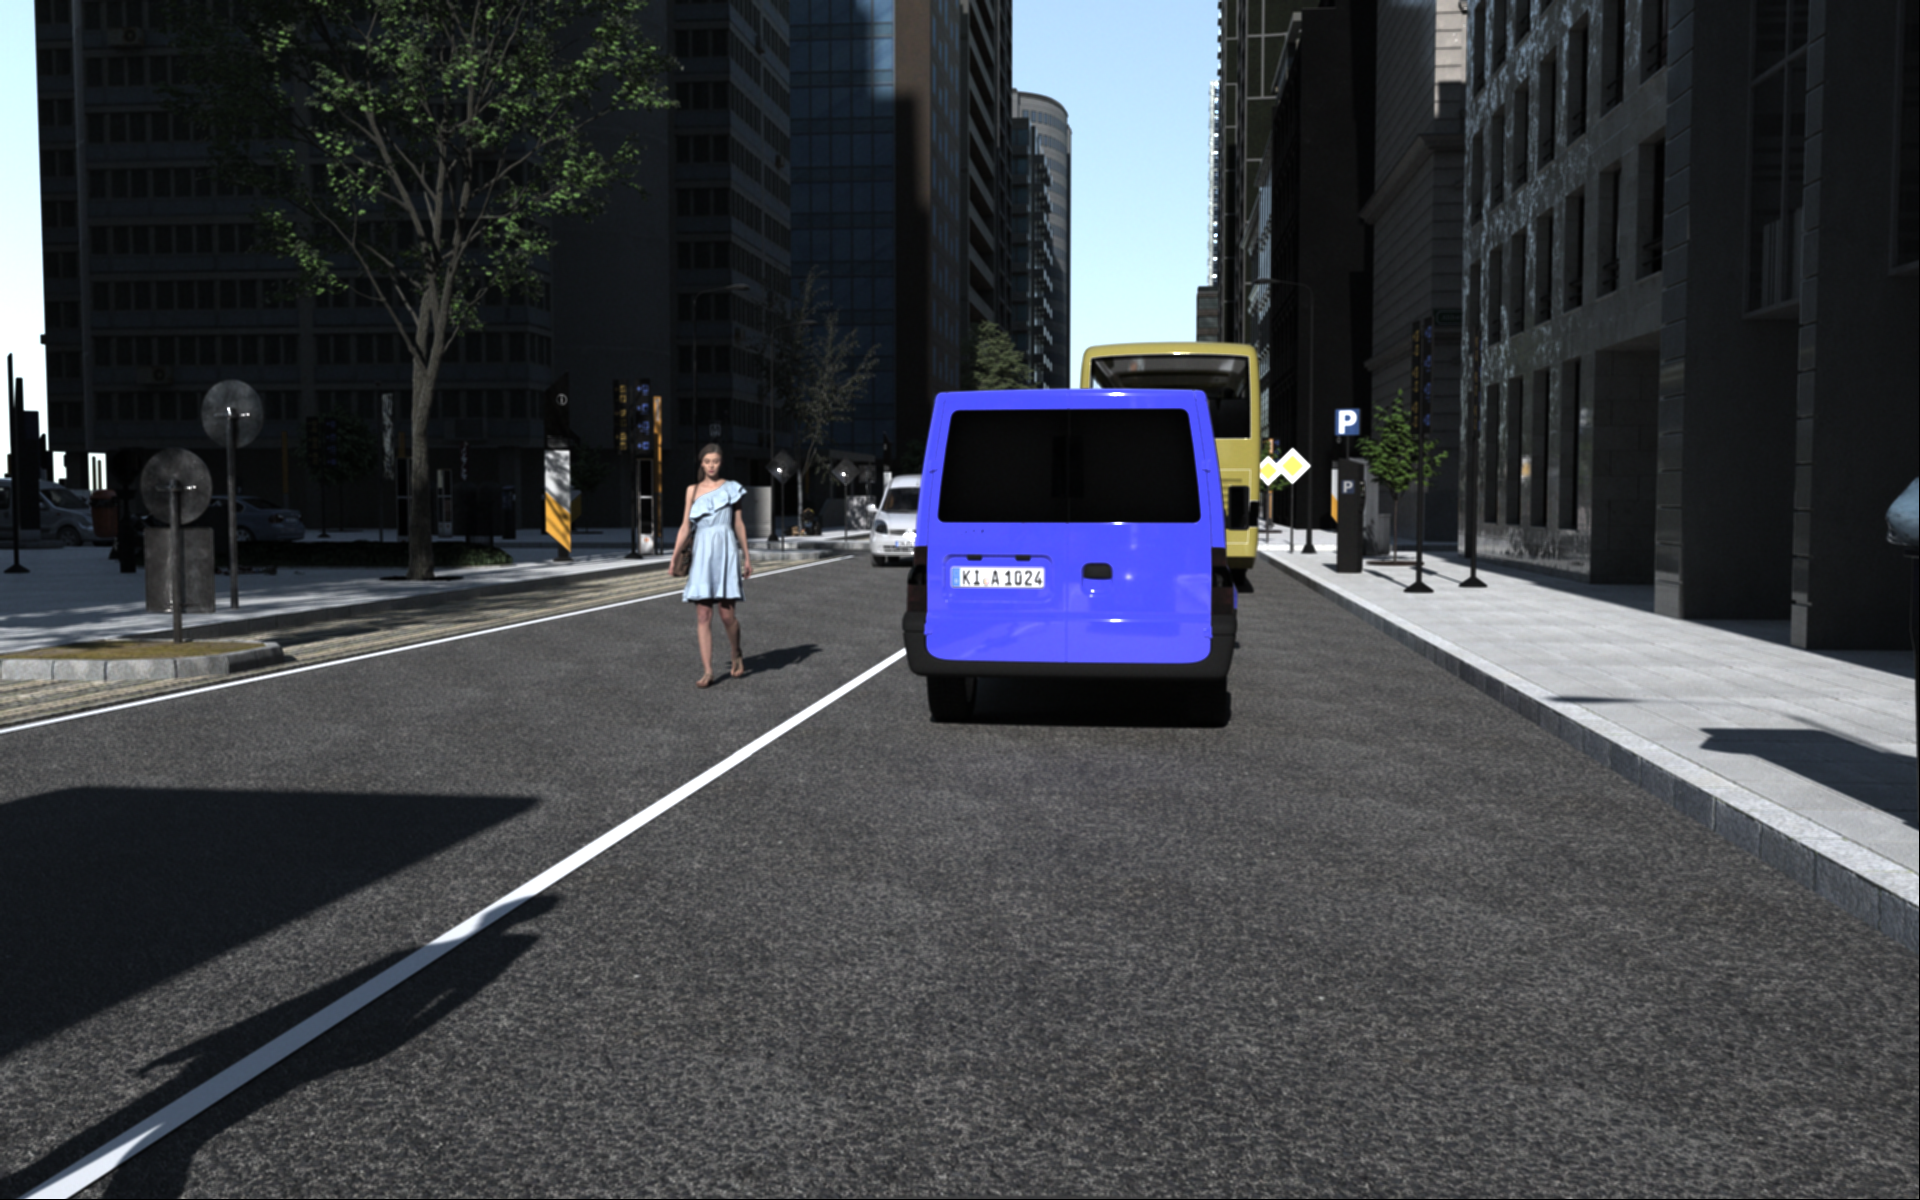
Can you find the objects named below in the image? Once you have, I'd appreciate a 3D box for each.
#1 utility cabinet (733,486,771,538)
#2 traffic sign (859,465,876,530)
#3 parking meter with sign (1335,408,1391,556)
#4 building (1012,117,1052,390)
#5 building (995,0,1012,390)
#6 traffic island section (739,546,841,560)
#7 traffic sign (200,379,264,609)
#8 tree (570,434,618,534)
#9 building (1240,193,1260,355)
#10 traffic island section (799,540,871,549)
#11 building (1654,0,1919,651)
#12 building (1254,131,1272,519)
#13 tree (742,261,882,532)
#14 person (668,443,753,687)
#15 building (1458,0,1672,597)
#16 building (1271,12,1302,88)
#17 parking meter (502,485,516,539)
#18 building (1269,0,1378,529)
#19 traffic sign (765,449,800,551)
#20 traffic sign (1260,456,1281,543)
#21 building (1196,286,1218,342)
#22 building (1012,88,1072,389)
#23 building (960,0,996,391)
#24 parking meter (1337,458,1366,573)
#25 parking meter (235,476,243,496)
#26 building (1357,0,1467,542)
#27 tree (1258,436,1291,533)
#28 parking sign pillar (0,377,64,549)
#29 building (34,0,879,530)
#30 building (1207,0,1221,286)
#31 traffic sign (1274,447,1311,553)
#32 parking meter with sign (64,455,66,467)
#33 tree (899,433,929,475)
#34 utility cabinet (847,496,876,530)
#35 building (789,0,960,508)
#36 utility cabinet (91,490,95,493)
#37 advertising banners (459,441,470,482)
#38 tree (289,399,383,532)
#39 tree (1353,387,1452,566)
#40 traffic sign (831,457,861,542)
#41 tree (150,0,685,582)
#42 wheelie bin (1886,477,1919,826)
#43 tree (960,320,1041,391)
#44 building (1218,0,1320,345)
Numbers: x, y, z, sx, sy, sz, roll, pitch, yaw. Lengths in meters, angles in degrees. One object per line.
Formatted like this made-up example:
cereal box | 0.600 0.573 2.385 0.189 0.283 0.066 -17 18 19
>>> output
utility cabinet | -6.024 -2.551 50.382 1.173 1.500 0.318 0 4 -8
traffic sign | -3.293 -3.630 61.482 0.606 2.300 0.079 1 4 11
parking meter with sign | 8.429 -2.435 36.067 0.543 3.016 1.738 3 4 38
building | 0.248 -36.902 222.950 23.786 49.044 30.456 0 4 6
building | -3.129 -44.984 173.732 20.563 71.187 20.611 0 4 6
traffic island section | -3.980 -1.005 38.717 2.009 0.180 2.903 0 4 6
traffic sign | -8.088 -1.170 19.235 0.768 2.556 0.104 1 4 10
tree | -12.225 -3.775 56.323 1.663 3.219 1.824 0 3 0
building | 23.656 -16.576 107.173 11.583 22.565 21.152 0 4 6
traffic island section | -3.093 -1.491 46.652 2.009 0.180 2.903 0 4 6
building | 11.165 -13.760 2.477 11.434 29.767 29.804 0 4 6
building | 20.274 -14.586 87.636 9.793 20.994 18.267 0 4 6
tree | -4.927 -6.418 55.301 4.360 8.622 3.978 0 3 0
person | -1.883 -0.276 13.104 0.616 1.811 0.778 1 4 10
building | 14.400 -10.466 25.865 10.420 20.320 16.860 0 4 6
building | 37.331 -27.082 134.674 32.217 40.220 23.993 0 4 6
parking meter | -12.823 -2.495 49.204 0.372 1.533 0.369 0 3 0
building | 19.184 -14.656 69.301 12.332 23.373 15.834 0 4 6
traffic sign | -3.955 -2.141 38.652 0.795 2.450 0.064 0 4 6
traffic sign | 8.055 -2.550 45.329 0.795 2.450 0.064 0 4 6
building | 39.673 -28.625 239.716 14.160 30.474 14.107 0 4 6
building | 4.969 -43.468 252.697 21.231 58.520 28.212 0 4 6
building | -8.843 -31.149 132.980 21.300 48.544 21.600 0 4 6
parking meter | 6.362 -1.373 28.163 0.399 1.863 0.255 2 4 34
parking meter | -22.812 -2.991 54.608 0.255 1.863 0.399 1 4 11
building | 24.251 -16.108 50.755 23.554 28.519 14.401 0 4 6
tree | 10.094 -3.842 57.425 1.663 3.219 1.824 0 3 0
parking sign pillar | -21.950 -3.196 40.734 1.447 3.967 1.447 -2 4 -32
building | -20.406 -23.286 72.611 32.217 40.220 23.993 0 4 6
building | 46.276 -57.936 259.921 22.319 86.520 31.000 0 4 6
traffic sign | 7.167 -2.064 37.393 0.795 2.450 0.064 0 4 6
parking meter with sign | -38.696 -4.884 76.116 1.738 3.016 0.543 3 5 40
tree | -1.515 -6.422 88.705 4.285 4.588 4.351 0 3 0
utility cabinet | -3.556 -3.135 62.414 1.020 1.237 0.306 1 4 17
building | -7.639 -27.459 99.073 14.600 45.320 14.200 0 4 6
utility cabinet | -42.915 -4.788 86.957 1.173 1.500 0.318 -3 5 -42
advertising banners | -16.863 -3.736 57.272 2.074 3.025 0.090 3 4 36
tree | -21.282 -4.618 59.210 4.285 4.588 4.351 0 3 0
tree | 8.043 -2.249 31.373 1.663 3.219 1.824 0 3 0
traffic sign | -3.068 -2.627 46.588 0.795 2.450 0.064 0 4 6
tree | -7.887 -6.105 25.566 9.928 11.665 9.643 0 3 0
wheelie bin | 3.921 0.091 6.422 0.980 1.594 0.693 0 4 5
tree | 1.836 -11.945 113.425 7.486 12.596 7.792 0 3 0
building | 41.370 -47.828 220.245 20.563 71.187 20.611 0 4 6
